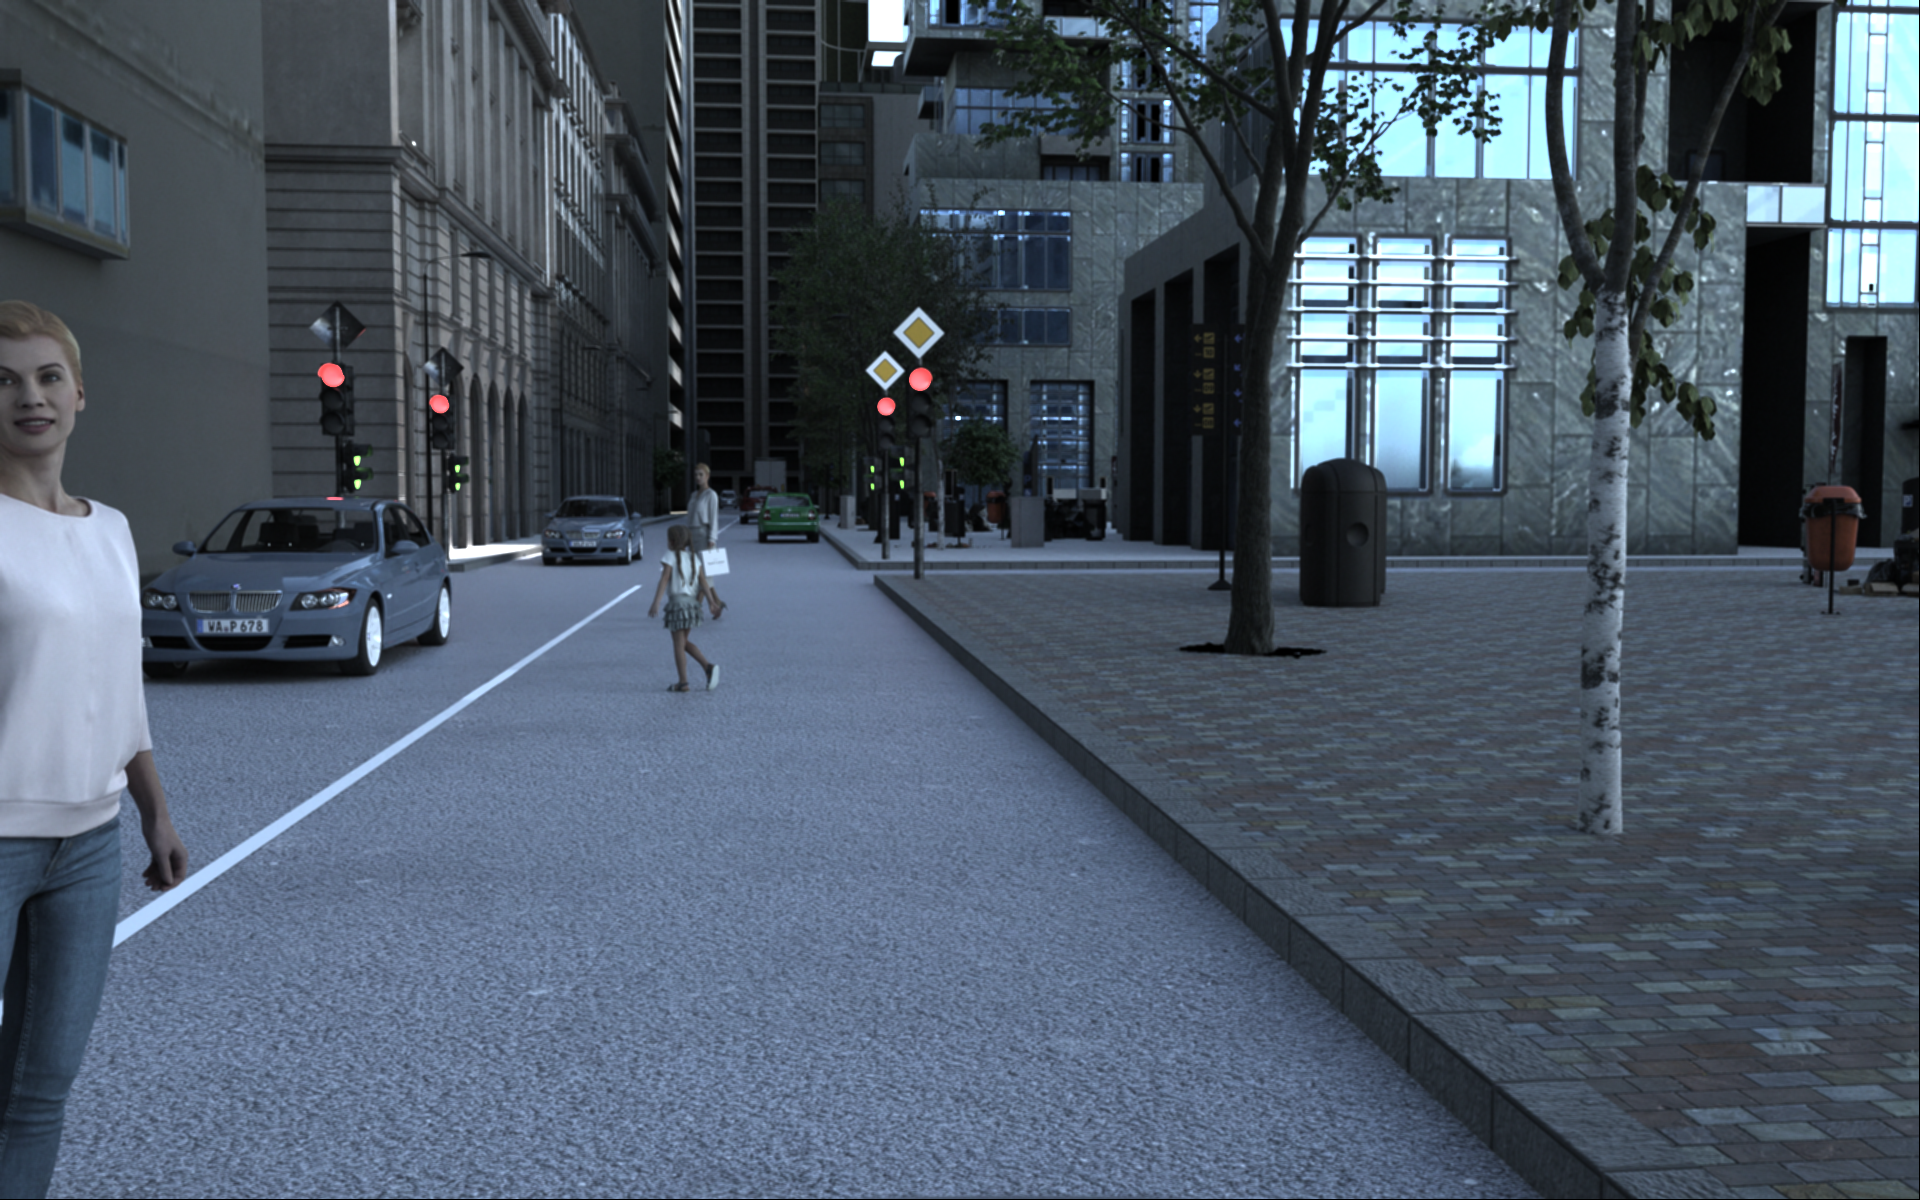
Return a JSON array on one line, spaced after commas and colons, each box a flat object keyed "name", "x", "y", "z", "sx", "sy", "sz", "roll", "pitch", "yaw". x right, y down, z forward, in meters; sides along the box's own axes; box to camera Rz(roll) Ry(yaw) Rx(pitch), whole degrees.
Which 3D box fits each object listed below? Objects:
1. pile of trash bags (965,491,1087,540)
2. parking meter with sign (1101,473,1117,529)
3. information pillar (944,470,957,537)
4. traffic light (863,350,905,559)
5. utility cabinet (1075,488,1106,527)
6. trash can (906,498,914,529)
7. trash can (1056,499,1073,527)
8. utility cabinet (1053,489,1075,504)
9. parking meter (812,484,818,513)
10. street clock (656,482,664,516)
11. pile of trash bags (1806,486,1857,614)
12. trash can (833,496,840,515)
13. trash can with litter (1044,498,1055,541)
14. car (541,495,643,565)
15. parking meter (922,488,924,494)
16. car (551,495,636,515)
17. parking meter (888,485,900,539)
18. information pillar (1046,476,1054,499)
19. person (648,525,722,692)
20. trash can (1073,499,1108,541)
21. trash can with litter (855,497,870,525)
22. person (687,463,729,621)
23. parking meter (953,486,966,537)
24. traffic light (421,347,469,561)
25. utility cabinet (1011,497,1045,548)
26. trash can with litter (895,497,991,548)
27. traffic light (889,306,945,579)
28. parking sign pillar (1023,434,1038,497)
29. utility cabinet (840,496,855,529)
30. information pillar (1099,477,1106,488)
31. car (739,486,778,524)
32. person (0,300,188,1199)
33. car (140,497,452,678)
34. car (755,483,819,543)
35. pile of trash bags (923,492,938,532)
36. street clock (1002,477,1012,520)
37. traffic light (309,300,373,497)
[{"name": "pile of trash bags", "x": 2.084, "y": -2.442, "z": 49.684, "sx": 3.447, "sy": 1.369, "sz": 1.912, "roll": -3, "pitch": 5, "yaw": -42}, {"name": "parking meter with sign", "x": 5.930, "y": -4.139, "z": 63.939, "sx": 1.738, "sy": 3.016, "sz": 0.543, "roll": 1, "pitch": 4, "yaw": 9}, {"name": "information pillar", "x": -0.281, "y": -2.919, "z": 52.223, "sx": 0.304, "sy": 2.012, "sz": 0.304, "roll": 2, "pitch": 4, "yaw": 25}, {"name": "traffic light", "x": -1.484, "y": -2.757, "z": 34.001, "sx": 0.839, "sy": 4.253, "sz": 0.868, "roll": 0, "pitch": 4, "yaw": -6}, {"name": "utility cabinet", "x": 5.054, "y": -3.524, "z": 66.293, "sx": 0.318, "sy": 1.500, "sz": 1.173, "roll": -3, "pitch": 5, "yaw": -43}, {"name": "trash can", "x": -1.641, "y": -3.229, "z": 64.452, "sx": 0.748, "sy": 1.137, "sz": 0.748, "roll": 0, "pitch": 3, "yaw": 0}, {"name": "trash can", "x": 3.367, "y": -2.614, "z": 54.397, "sx": 0.748, "sy": 1.137, "sz": 0.748, "roll": 0, "pitch": 3, "yaw": 0}, {"name": "utility cabinet", "x": 4.487, "y": -4.116, "z": 75.976, "sx": 1.173, "sy": 1.500, "sz": 0.318, "roll": -1, "pitch": 4, "yaw": -22}, {"name": "parking meter", "x": -8.164, "y": -5.619, "z": 97.586, "sx": 0.255, "sy": 1.863, "sz": 0.399, "roll": -2, "pitch": 4, "yaw": -34}, {"name": "street clock", "x": -17.495, "y": -5.888, "z": 100.843, "sx": 0.471, "sy": 2.002, "sz": 0.358, "roll": 0, "pitch": 4, "yaw": 4}, {"name": "pile of trash bags", "x": 10.708, "y": -0.515, "z": 18.168, "sx": 3.447, "sy": 1.369, "sz": 1.912, "roll": 2, "pitch": 4, "yaw": 23}, {"name": "trash can", "x": -7.263, "y": -5.673, "z": 104.405, "sx": 0.748, "sy": 1.137, "sz": 0.748, "roll": 0, "pitch": 3, "yaw": 0}, {"name": "trash can with litter", "x": 2.088, "y": -2.178, "z": 47.000, "sx": 0.624, "sy": 1.170, "sz": 1.055, "roll": -3, "pitch": 5, "yaw": -40}, {"name": "car", "x": -7.684, "y": -1.496, "z": 36.460, "sx": 2.014, "sy": 1.417, "sz": 4.499, "roll": 0, "pitch": 4, "yaw": -6}, {"name": "parking meter", "x": -1.649, "y": -3.795, "z": 70.466, "sx": 0.372, "sy": 1.533, "sz": 0.369, "roll": 0, "pitch": 3, "yaw": 0}, {"name": "car", "x": -8.771, "y": -1.822, "z": 41.798, "sx": 2.014, "sy": 1.417, "sz": 4.499, "roll": 0, "pitch": 4, "yaw": -4}, {"name": "parking meter", "x": -1.892, "y": -2.488, "z": 49.084, "sx": 0.372, "sy": 1.533, "sz": 0.369, "roll": 0, "pitch": 3, "yaw": 0}, {"name": "information pillar", "x": 3.730, "y": -4.142, "z": 72.210, "sx": 0.304, "sy": 2.012, "sz": 0.304, "roll": 0, "pitch": 4, "yaw": -3}, {"name": "person", "x": -1.995, "y": 0.064, "z": 12.470, "sx": 0.382, "sy": 1.210, "sz": 0.505, "roll": 3, "pitch": 4, "yaw": 37}, {"name": "trash can", "x": 3.711, "y": -2.212, "z": 47.820, "sx": 0.748, "sy": 1.137, "sz": 0.748, "roll": 0, "pitch": 3, "yaw": 0}, {"name": "trash can with litter", "x": -3.950, "y": -3.717, "z": 72.159, "sx": 0.624, "sy": 1.170, "sz": 1.055, "roll": 2, "pitch": 4, "yaw": 26}, {"name": "person", "x": -2.857, "y": -0.654, "z": 19.554, "sx": 0.624, "sy": 1.780, "sz": 0.694, "roll": -2, "pitch": 4, "yaw": -32}, {"name": "parking meter", "x": -0.030, "y": -2.635, "z": 51.494, "sx": 0.372, "sy": 1.533, "sz": 0.369, "roll": 0, "pitch": 3, "yaw": 0}, {"name": "traffic light", "x": -9.846, "y": -2.702, "z": 33.099, "sx": 0.839, "sy": 4.253, "sz": 0.868, "roll": 0, "pitch": 4, "yaw": -6}, {"name": "utility cabinet", "x": 1.625, "y": -1.865, "z": 41.661, "sx": 0.306, "sy": 1.237, "sz": 1.020, "roll": 3, "pitch": 4, "yaw": 37}, {"name": "trash can with litter", "x": -0.512, "y": -1.869, "z": 41.617, "sx": 2.233, "sy": 1.210, "sz": 1.678, "roll": 2, "pitch": 4, "yaw": 32}, {"name": "traffic light", "x": -0.639, "y": -2.272, "z": 26.060, "sx": 0.839, "sy": 4.253, "sz": 0.868, "roll": 0, "pitch": 4, "yaw": -6}, {"name": "parking sign pillar", "x": 3.170, "y": -5.454, "z": 77.646, "sx": 1.447, "sy": 3.967, "sz": 1.447, "roll": 1, "pitch": 4, "yaw": 14}, {"name": "utility cabinet", "x": -4.133, "y": -3.222, "z": 63.840, "sx": 0.306, "sy": 1.237, "sz": 1.020, "roll": 1, "pitch": 4, "yaw": 14}, {"name": "information pillar", "x": 6.227, "y": -4.355, "z": 75.699, "sx": 0.304, "sy": 2.012, "sz": 0.304, "roll": 0, "pitch": 4, "yaw": -1}, {"name": "car", "x": -9.610, "y": -4.606, "z": 83.987, "sx": 2.281, "sy": 1.827, "sz": 5.304, "roll": 0, "pitch": 4, "yaw": -5}, {"name": "person", "x": -1.677, "y": 0.392, "z": 2.759, "sx": 0.598, "sy": 1.740, "sz": 0.731, "roll": 1, "pitch": 4, "yaw": 9}, {"name": "car", "x": -5.628, "y": -0.189, "z": 15.091, "sx": 2.014, "sy": 1.417, "sz": 4.499, "roll": 0, "pitch": 4, "yaw": -5}, {"name": "car", "x": -5.212, "y": -2.663, "z": 52.343, "sx": 1.959, "sy": 1.807, "sz": 4.718, "roll": 0, "pitch": 4, "yaw": -7}, {"name": "pile of trash bags", "x": -0.366, "y": -3.058, "z": 59.747, "sx": 1.912, "sy": 1.369, "sz": 3.447, "roll": -2, "pitch": 4, "yaw": -32}, {"name": "street clock", "x": 2.017, "y": -4.255, "z": 74.136, "sx": 0.358, "sy": 2.002, "sz": 0.471, "roll": 3, "pitch": 4, "yaw": 36}, {"name": "traffic light", "x": -9.002, "y": -2.216, "z": 25.158, "sx": 0.839, "sy": 4.253, "sz": 0.868, "roll": 0, "pitch": 4, "yaw": -6}]
